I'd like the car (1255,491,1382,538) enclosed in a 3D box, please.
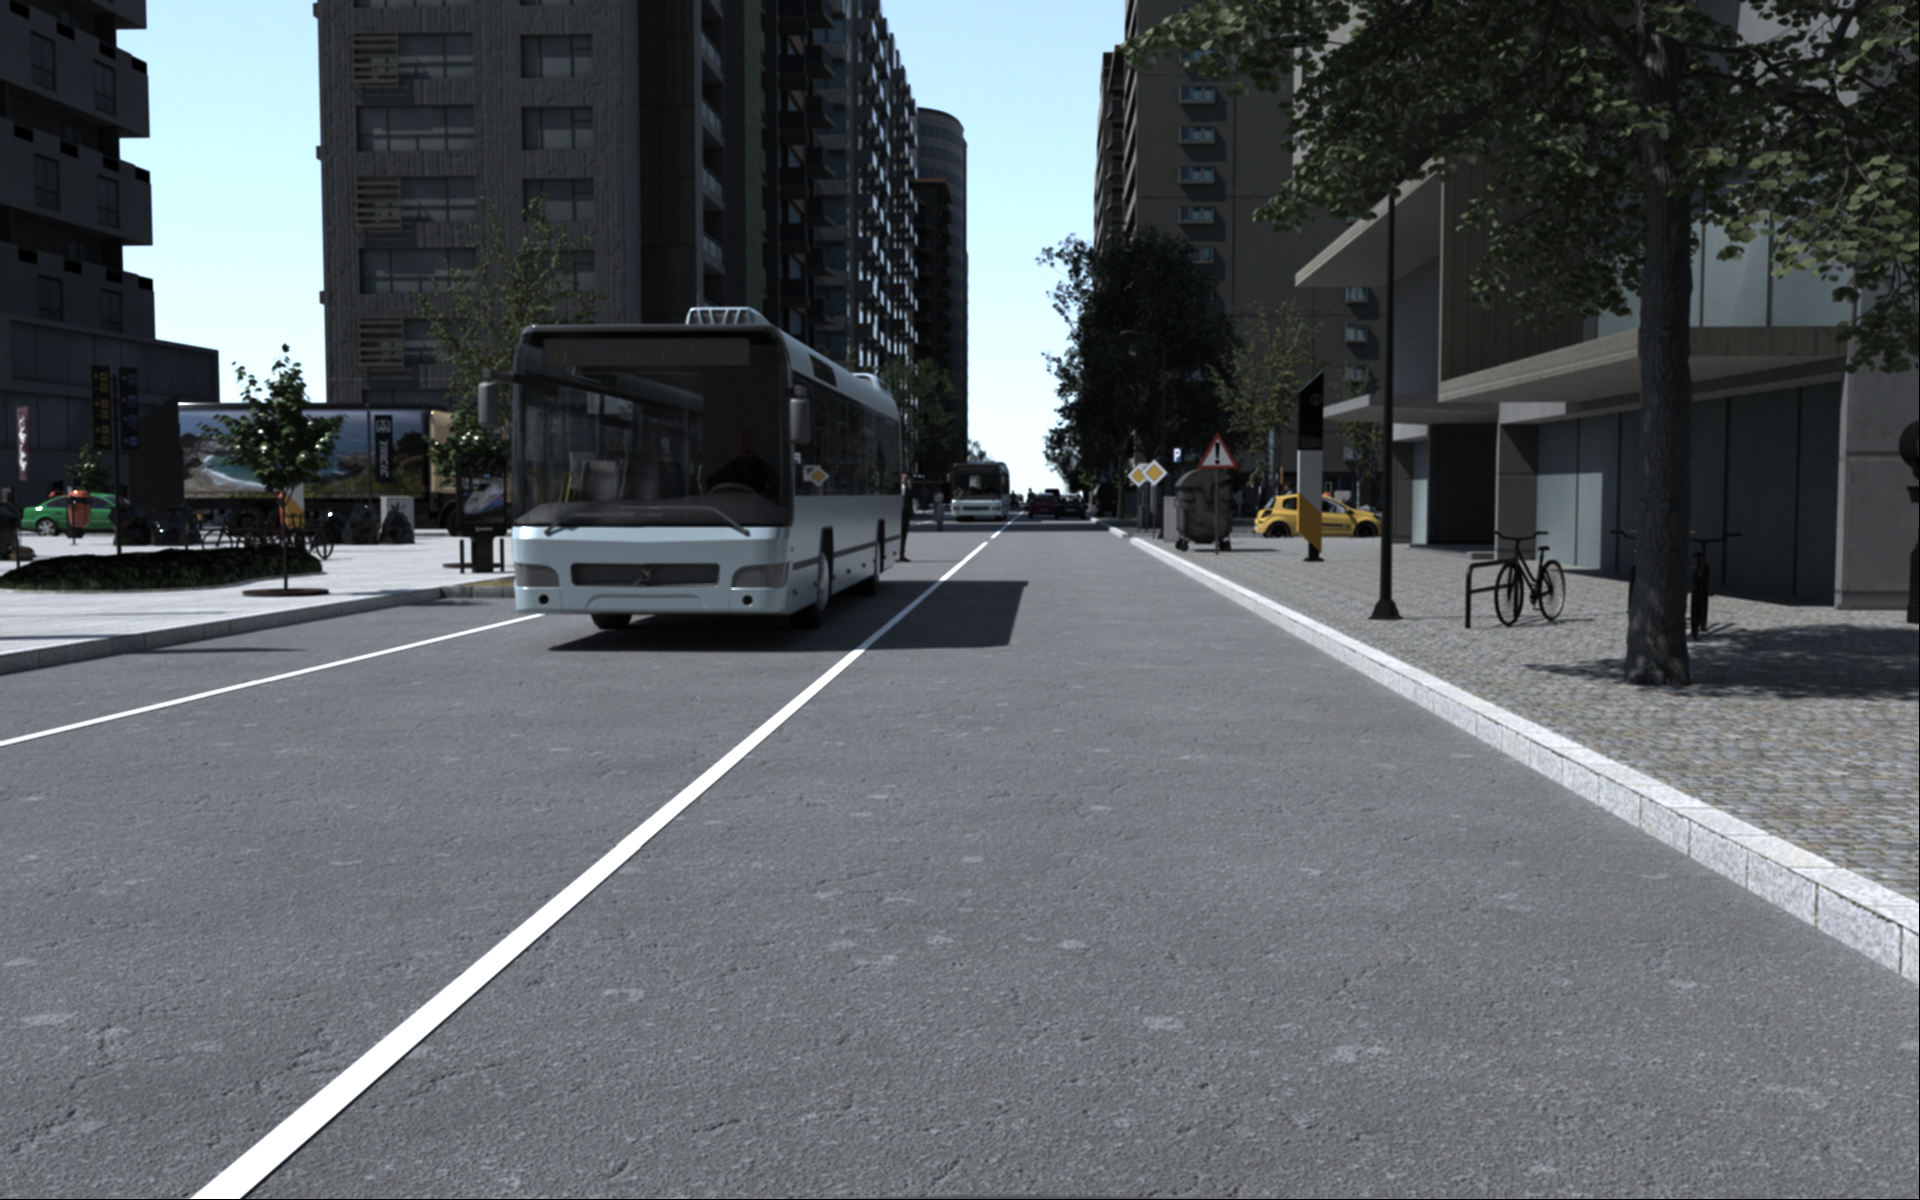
[{"bbox_3d":[10.954,-2.582,52.439,3.980,1.641,2.015,0,4,3],"label":"car"}]

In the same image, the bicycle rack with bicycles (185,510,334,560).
[{"bbox_3d":[-13.323,-1.220,33.334,2.852,0.926,2.925,2,4,32],"label":"bicycle rack with bicycles"}]

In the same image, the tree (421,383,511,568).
[{"bbox_3d":[-8.700,-2.191,30.426,1.663,3.219,1.824,0,3,0],"label":"tree"}]

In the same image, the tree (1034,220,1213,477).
[{"bbox_3d":[11.276,-16.002,117.518,12.611,20.169,13.585,0,3,0],"label":"tree"}]

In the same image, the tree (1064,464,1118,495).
[{"bbox_3d":[11.101,-9.408,137.535,4.285,4.588,4.351,0,3,0],"label":"tree"}]

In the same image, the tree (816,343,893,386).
[{"bbox_3d":[-5.886,-8.142,83.477,4.737,8.622,4.395,0,3,0],"label":"tree"}]

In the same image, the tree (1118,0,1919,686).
[{"bbox_3d":[4.540,-5.729,11.791,7.486,12.596,7.792,0,3,0],"label":"tree"}]

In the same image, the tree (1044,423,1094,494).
[{"bbox_3d":[13.987,-17.206,215.733,8.767,10.594,7.601,2,4,29],"label":"tree"}]

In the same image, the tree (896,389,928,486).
[{"bbox_3d":[-4.698,-10.044,114.583,4.360,8.622,3.978,0,3,0],"label":"tree"}]

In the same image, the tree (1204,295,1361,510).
[{"bbox_3d":[11.474,-6.943,63.887,4.737,8.622,4.395,0,3,0],"label":"tree"}]

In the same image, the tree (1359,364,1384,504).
[{"bbox_3d":[22.281,-8.893,95.757,4.737,8.622,4.395,0,3,0],"label":"tree"}]

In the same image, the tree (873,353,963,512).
[{"bbox_3d":[-3.752,-12.285,126.619,9.928,11.665,9.643,0,3,0],"label":"tree"}]

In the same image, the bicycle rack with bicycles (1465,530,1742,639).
[{"bbox_3d":[6.269,-0.214,16.879,2.852,0.926,2.925,2,4,33],"label":"bicycle rack with bicycles"}]

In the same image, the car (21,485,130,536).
[{"bbox_3d":[-27.411,-2.849,55.373,4.718,1.807,1.959,0,4,2],"label":"car"}]

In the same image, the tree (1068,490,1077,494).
[{"bbox_3d":[16.971,-16.048,256.992,1.663,3.219,1.824,0,3,0],"label":"tree"}]

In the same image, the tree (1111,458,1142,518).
[{"bbox_3d":[9.050,-6.002,92.741,1.663,3.219,1.824,0,3,0],"label":"tree"}]

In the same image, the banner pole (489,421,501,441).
[{"bbox_3d":[-13.324,-3.619,49.185,0.401,3.779,0.863,3,4,36],"label":"banner pole"}]

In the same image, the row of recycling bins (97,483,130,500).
[{"bbox_3d":[-31.209,-3.559,65.301,3.534,1.692,1.069,1,4,14],"label":"row of recycling bins"}]

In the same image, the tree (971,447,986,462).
[{"bbox_3d":[2.491,-18.928,259.833,4.360,8.622,3.978,0,3,0],"label":"tree"}]

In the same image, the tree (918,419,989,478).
[{"bbox_3d":[-0.583,-16.489,204.011,8.767,10.594,7.601,0,4,-8],"label":"tree"}]

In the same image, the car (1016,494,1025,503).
[{"bbox_3d":[9.732,-17.163,289.646,2.155,1.783,4.494,0,4,3],"label":"car"}]

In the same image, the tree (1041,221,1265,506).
[{"bbox_3d":[8.157,-9.548,73.118,9.611,12.733,9.660,0,3,0],"label":"tree"}]

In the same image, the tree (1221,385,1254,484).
[{"bbox_3d":[16.143,-9.486,105.463,4.360,8.622,3.978,0,3,0],"label":"tree"}]

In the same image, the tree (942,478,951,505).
[{"bbox_3d":[-1.322,-11.353,180.220,1.663,3.219,1.824,0,3,0],"label":"tree"}]

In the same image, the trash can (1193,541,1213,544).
[{"bbox_3d":[6.301,-2.023,44.723,0.748,1.137,0.748,0,3,0],"label":"trash can"}]

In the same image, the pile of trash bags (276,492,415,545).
[{"bbox_3d":[-15.714,-2.092,43.951,1.912,1.369,3.447,2,4,35],"label":"pile of trash bags"}]

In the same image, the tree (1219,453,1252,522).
[{"bbox_3d":[12.552,-5.243,80.324,1.663,3.219,1.824,0,3,0],"label":"tree"}]

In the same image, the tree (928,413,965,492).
[{"bbox_3d":[-1.961,-12.359,152.428,4.360,8.622,3.978,0,3,0],"label":"tree"}]

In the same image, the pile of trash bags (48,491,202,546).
[{"bbox_3d":[-20.875,-2.073,43.641,3.447,1.369,1.912,0,4,6],"label":"pile of trash bags"}]

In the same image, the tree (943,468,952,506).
[{"bbox_3d":[-0.323,-12.654,190.598,4.285,4.588,4.351,0,3,0],"label":"tree"}]

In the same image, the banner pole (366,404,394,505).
[{"bbox_3d":[-16.196,-3.560,48.227,0.863,3.779,0.401,-1,4,-16],"label":"banner pole"}]

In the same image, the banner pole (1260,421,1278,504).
[{"bbox_3d":[10.634,-4.212,58.888,0.401,3.779,0.863,2,4,31],"label":"banner pole"}]

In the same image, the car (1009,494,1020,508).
[{"bbox_3d":[5.397,-10.615,185.359,2.131,1.459,4.920,0,4,4],"label":"car"}]

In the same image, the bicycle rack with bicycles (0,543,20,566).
[{"bbox_3d":[-17.407,-0.958,29.039,2.852,0.926,2.925,2,4,31],"label":"bicycle rack with bicycles"}]

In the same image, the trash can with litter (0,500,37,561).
[{"bbox_3d":[-18.234,-1.346,33.393,1.055,1.170,0.624,2,4,26],"label":"trash can with litter"}]

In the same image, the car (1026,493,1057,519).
[{"bbox_3d":[4.985,-5.738,102.851,2.155,1.783,4.494,0,4,2],"label":"car"}]

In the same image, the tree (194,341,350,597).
[{"bbox_3d":[-8.484,-1.674,21.966,1.663,3.219,1.824,0,3,0],"label":"tree"}]

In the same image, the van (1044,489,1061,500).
[{"bbox_3d":[10.672,-12.085,201.969,2.240,2.365,5.245,0,4,1],"label":"van"}]

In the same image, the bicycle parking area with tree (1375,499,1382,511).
[{"bbox_3d":[33.506,-8.522,126.328,9.016,4.147,8.231,3,5,40],"label":"bicycle parking area with tree"}]

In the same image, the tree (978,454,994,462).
[{"bbox_3d":[4.326,-20.868,291.557,4.737,8.622,4.395,0,3,0],"label":"tree"}]

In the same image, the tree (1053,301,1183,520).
[{"bbox_3d":[8.151,-9.830,86.469,9.928,11.665,9.643,0,3,0],"label":"tree"}]

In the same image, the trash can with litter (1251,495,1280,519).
[{"bbox_3d":[15.870,-4.709,88.043,2.233,1.210,1.678,1,4,13],"label":"trash can with litter"}]

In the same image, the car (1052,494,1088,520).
[{"bbox_3d":[6.129,-5.302,96.474,2.009,1.686,4.222,0,4,3],"label":"car"}]
